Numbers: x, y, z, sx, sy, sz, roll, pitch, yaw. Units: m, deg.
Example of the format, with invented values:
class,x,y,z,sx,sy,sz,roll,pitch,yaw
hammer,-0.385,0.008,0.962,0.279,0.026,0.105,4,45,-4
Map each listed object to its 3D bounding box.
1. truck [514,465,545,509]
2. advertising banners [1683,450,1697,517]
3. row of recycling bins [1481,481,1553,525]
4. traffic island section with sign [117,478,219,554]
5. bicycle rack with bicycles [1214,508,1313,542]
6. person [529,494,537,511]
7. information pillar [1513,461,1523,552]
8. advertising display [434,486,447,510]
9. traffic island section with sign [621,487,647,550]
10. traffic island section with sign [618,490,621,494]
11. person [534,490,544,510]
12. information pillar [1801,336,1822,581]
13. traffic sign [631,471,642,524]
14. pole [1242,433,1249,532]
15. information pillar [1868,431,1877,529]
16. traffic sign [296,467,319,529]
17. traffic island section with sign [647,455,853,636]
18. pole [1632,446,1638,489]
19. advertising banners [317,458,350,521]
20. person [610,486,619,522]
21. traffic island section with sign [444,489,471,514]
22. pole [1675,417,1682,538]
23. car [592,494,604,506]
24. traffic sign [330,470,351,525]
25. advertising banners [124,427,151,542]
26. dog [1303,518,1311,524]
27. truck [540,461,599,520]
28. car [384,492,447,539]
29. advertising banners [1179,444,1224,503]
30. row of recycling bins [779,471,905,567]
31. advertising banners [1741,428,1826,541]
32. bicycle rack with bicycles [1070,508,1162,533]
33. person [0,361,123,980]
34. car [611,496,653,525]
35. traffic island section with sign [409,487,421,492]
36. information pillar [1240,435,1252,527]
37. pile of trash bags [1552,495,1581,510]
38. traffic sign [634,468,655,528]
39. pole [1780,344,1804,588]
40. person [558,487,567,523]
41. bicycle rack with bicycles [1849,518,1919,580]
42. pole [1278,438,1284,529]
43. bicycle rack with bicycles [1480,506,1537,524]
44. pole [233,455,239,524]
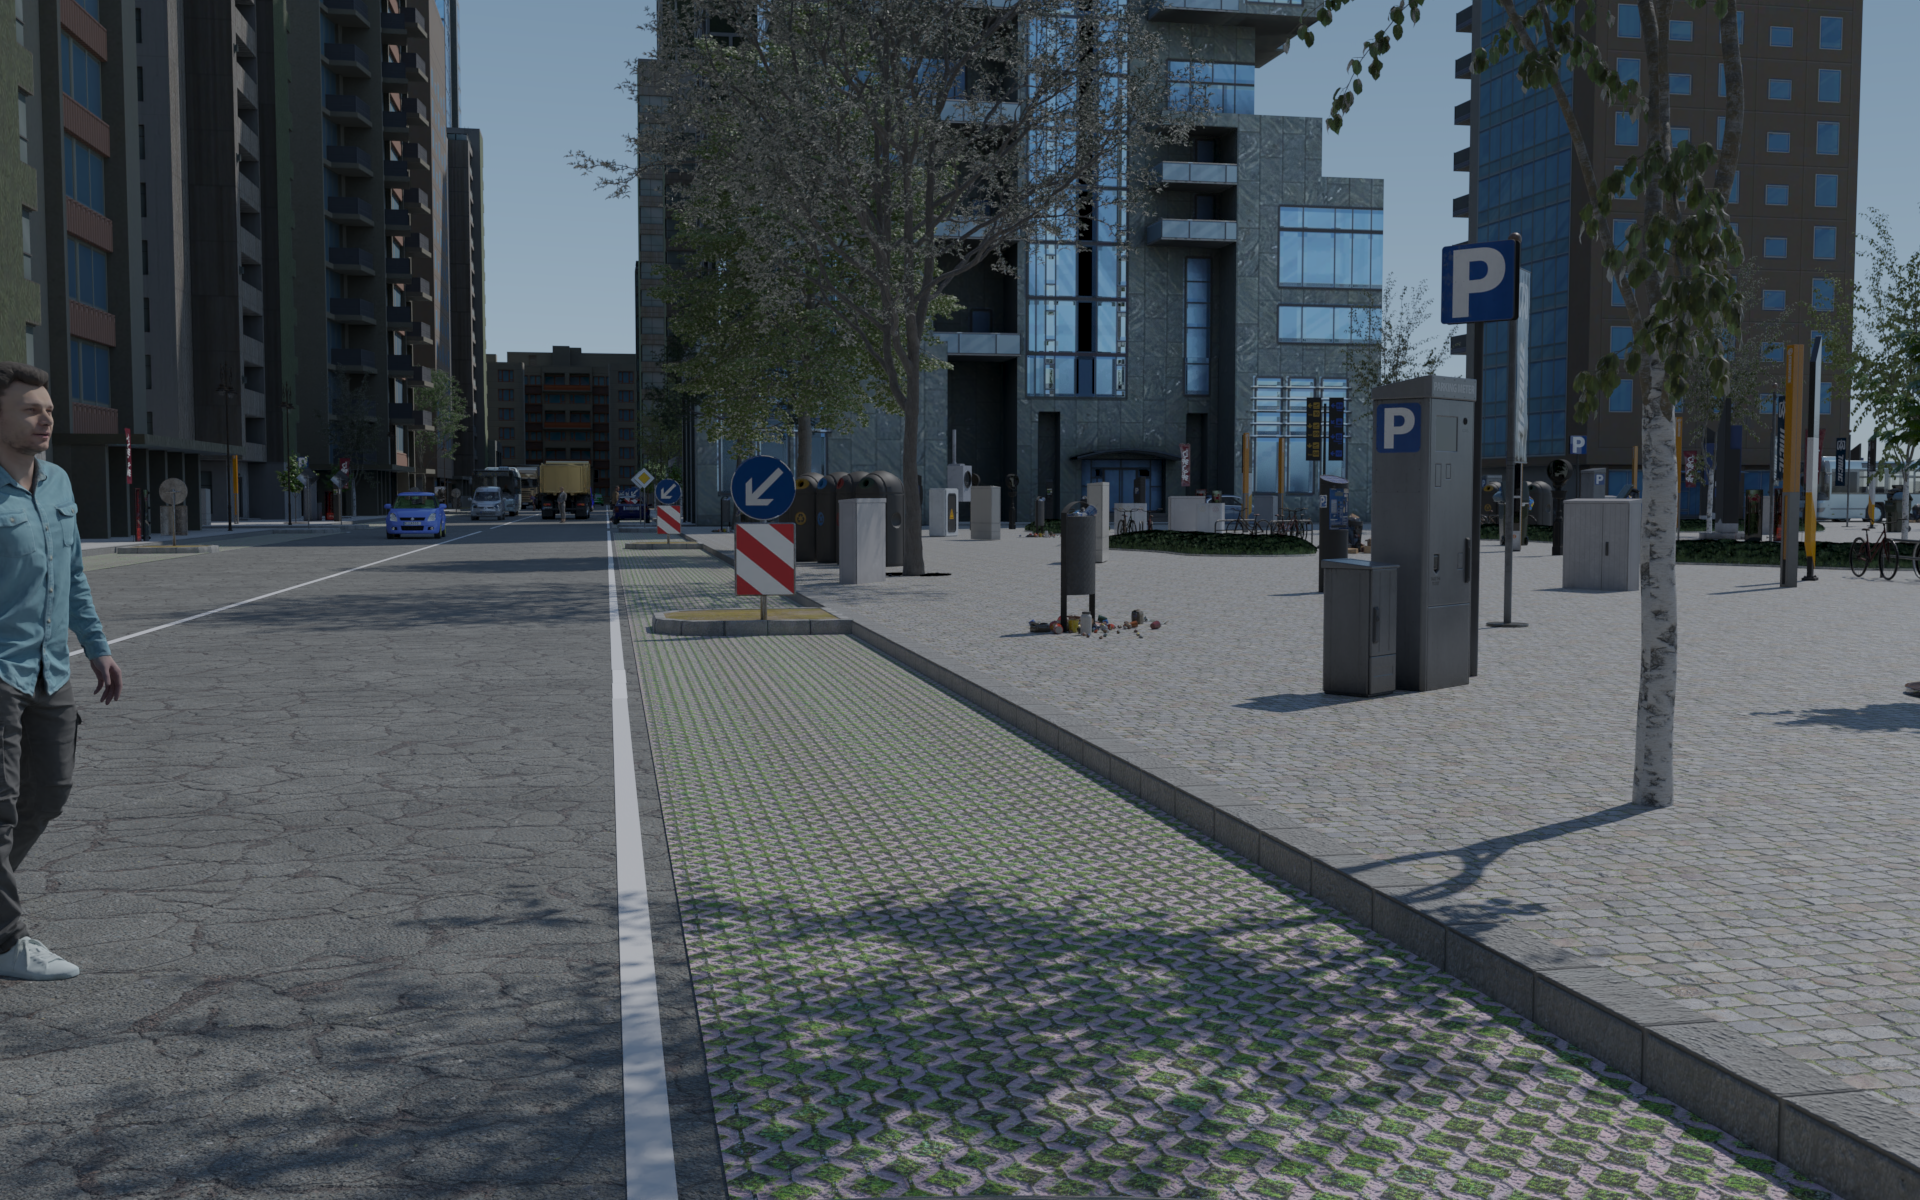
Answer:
class,x,y,z,sx,sy,sz,roll,pitch,yaw
truck,-41.754,-10.934,167.689,2.839,4.237,11.283,-1,4,-10
advertising banners,30.002,-4.470,69.273,2.074,3.025,0.090,1,4,22
row of recycling bins,18.366,-3.060,57.152,1.069,1.692,3.534,-1,4,-13
traffic island section with sign,-19.251,-2.057,42.253,1.989,1.847,2.006,-1,4,-12
bicycle rack with bicycles,8.042,-1.915,44.687,2.925,0.926,2.852,-3,5,-42
person,-36.384,-8.304,147.497,0.421,1.427,0.697,3,5,42
information pillar,12.391,-2.094,38.734,0.304,2.012,0.304,1,4,11
advertising display,-43.042,-8.457,143.493,0.974,1.923,0.123,0,4,-6
traffic island section with sign,-7.766,-2.245,45.337,1.989,1.847,2.006,-1,4,-12
traffic island section with sign,-24.100,-7.135,125.278,1.989,1.847,2.006,-1,4,-12
person,-37.676,-8.975,155.379,1.348,1.807,0.705,0,4,-1
information pillar,12.580,-2.091,25.549,0.183,3.616,0.504,2,4,34
traffic sign,-13.627,-4.293,73.829,0.795,2.450,0.064,-1,4,-12
pole,9.540,-3.912,57.808,0.158,3.312,0.155,0,3,0
information pillar,33.806,-4.453,64.164,0.183,3.616,0.504,1,4,12
traffic sign,-23.932,-3.667,63.602,0.795,2.450,0.064,-1,4,-12
traffic island section with sign,-2.246,-0.592,18.313,1.989,1.847,2.006,-1,4,-12
pole,28.662,-4.879,73.614,0.158,3.312,0.155,0,3,0
advertising banners,-30.451,-5.344,83.568,2.074,3.025,0.090,0,4,-7
person,-17.249,-4.792,86.759,0.656,1.842,0.836,2,4,29
traffic island section with sign,-35.815,-7.011,123.262,1.989,1.847,2.006,-1,4,-12
pole,19.042,-3.188,45.974,0.158,3.312,0.155,0,3,0
car,-43.090,-11.997,204.951,1.959,1.807,4.718,-1,4,-13
traffic sign,-25.531,-4.146,71.426,0.795,2.450,0.064,-1,4,-12
advertising banners,-22.070,-3.075,46.460,0.090,3.025,2.074,-1,4,-10
dog,15.105,-3.399,75.759,0.748,0.427,0.550,0,4,4
truck,-22.913,-6.424,100.962,3.469,3.379,9.791,-1,4,-10
car,-17.720,-2.867,56.463,1.945,1.707,3.694,-1,4,-13
advertising banners,8.433,-3.936,60.546,2.074,3.025,0.090,-2,4,-33
row of recycling bins,-2.090,-1.520,31.961,1.069,1.692,3.534,-2,4,-31
advertising banners,22.270,-3.100,46.866,2.074,3.025,0.090,3,5,41
bicycle rack with bicycles,3.817,-1.846,43.570,2.852,0.926,2.925,1,4,9
person,-2.909,0.200,5.247,0.620,1.820,0.660,1,4,9
car,-15.615,-4.271,82.403,1.945,1.354,3.894,-1,4,-10
traffic island section with sign,-30.326,-5.369,96.412,1.989,1.847,2.006,-1,4,-12
information pillar,11.318,-4.713,68.407,0.504,3.616,0.183,-2,4,-32
pile of trash bags,24.544,-3.785,71.633,3.447,1.369,1.912,3,4,38
traffic sign,-12.029,-3.814,66.005,0.795,2.450,0.064,-1,4,-12
pole,11.407,-1.829,23.749,0.158,3.312,0.155,0,3,0
person,-19.794,-4.720,85.949,0.520,1.790,0.573,1,4,15
bicycle rack with bicycles,14.687,-0.733,25.361,2.852,0.926,2.925,1,4,11
pole,11.687,-4.234,63.062,0.158,3.312,0.155,0,3,0
bicycle rack with bicycles,16.235,-2.511,54.437,2.852,0.926,2.925,-3,5,-39
pole,-31.030,-4.914,74.183,0.158,3.312,0.155,0,3,0
